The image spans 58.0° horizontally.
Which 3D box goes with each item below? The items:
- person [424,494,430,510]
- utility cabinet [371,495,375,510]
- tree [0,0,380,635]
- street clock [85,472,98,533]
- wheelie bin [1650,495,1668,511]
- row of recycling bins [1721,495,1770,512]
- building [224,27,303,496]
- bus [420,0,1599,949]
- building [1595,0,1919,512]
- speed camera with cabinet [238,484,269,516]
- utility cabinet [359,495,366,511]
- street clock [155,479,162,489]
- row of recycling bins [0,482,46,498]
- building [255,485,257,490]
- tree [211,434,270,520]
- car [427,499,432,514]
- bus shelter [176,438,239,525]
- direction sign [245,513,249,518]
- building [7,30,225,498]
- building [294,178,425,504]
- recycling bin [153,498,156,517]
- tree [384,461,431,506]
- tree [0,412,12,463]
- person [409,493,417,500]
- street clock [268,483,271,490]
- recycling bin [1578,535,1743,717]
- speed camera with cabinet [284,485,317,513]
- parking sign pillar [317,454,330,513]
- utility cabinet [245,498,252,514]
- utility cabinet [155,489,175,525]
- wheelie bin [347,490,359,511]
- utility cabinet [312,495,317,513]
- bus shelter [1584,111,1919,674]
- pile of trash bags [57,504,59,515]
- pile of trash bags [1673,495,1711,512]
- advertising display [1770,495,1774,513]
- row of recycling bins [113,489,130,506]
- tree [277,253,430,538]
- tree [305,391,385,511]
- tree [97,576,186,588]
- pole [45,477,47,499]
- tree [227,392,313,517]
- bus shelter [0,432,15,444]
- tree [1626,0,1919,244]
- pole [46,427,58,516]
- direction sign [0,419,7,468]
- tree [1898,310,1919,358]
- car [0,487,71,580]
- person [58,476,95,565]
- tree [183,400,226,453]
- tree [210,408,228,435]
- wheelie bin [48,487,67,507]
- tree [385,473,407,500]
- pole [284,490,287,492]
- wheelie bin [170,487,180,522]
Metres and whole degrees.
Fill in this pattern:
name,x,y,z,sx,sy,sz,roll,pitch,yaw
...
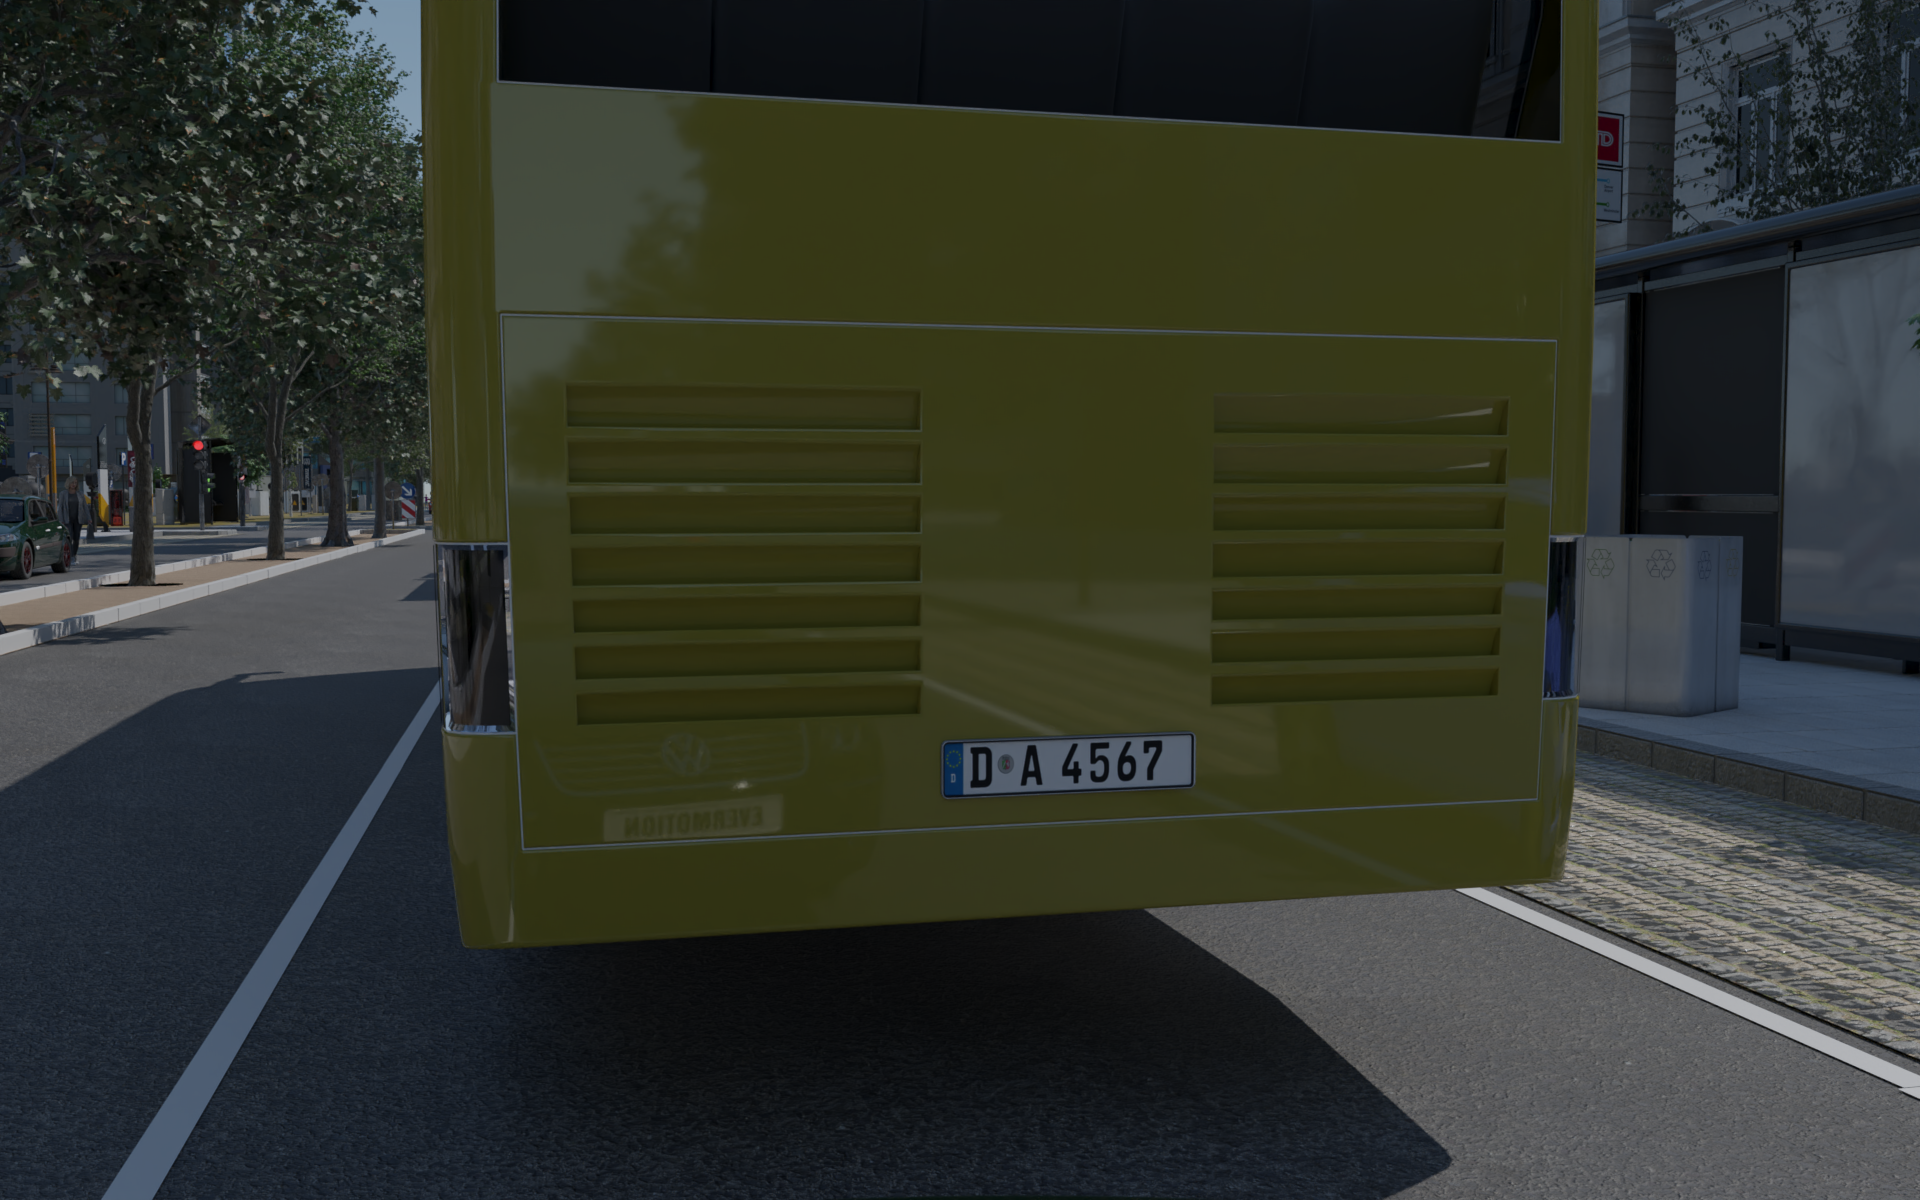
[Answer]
name,x,y,z,sx,sy,sz,roll,pitch,yaw
person,-49.038,-9.018,159.165,0.991,1.433,0.599,-1,4,-10
utility cabinet,-47.073,-7.877,139.956,1.020,1.237,0.306,2,4,26
tree,-9.926,-5.958,16.873,9.611,12.733,9.660,0,3,0
street clock,-28.834,-3.240,57.552,0.358,2.002,0.471,0,4,-5
wheelie bin,12.645,-1.473,31.989,0.693,1.594,0.980,-2,4,-24
row of recycling bins,13.900,-1.307,28.483,1.069,1.692,3.534,-1,4,-15
building,-88.097,-53.200,182.485,31.000,86.520,22.319,-1,4,-13
bus,-1.294,-1.093,9.423,2.896,3.916,12.252,-1,4,-14
building,17.530,-15.901,45.892,13.634,28.700,20.117,-1,4,-13
speed camera with cabinet,-41.073,-6.514,100.845,0.660,3.252,2.038,1,4,9
utility cabinet,-45.790,-7.388,131.963,1.020,1.237,0.306,0,4,6
street clock,-39.295,-4.918,84.987,0.358,2.002,0.471,-1,4,-15
row of recycling bins,-32.278,-3.156,58.719,1.069,1.692,3.534,0,4,7
building,-77.124,-44.092,159.159,20.563,71.187,20.611,-1,4,-13
tree,-35.783,-6.247,85.848,4.285,4.588,4.351,0,3,0
car,-37.775,-7.182,126.468,2.155,1.783,4.494,-1,4,-13
bus shelter,-32.308,-5.113,74.878,1.731,3.624,6.357,-1,4,-13
direction sign,-38.286,-6.155,92.624,0.379,3.537,0.876,1,4,20
building,-69.148,-28.114,143.262,14.154,41.232,14.086,-1,4,-13
building,-90.241,-38.122,242.902,30.456,49.044,23.786,-1,4,-13
recycling bin,-45.782,-5.281,98.904,0.722,1.027,0.722,-3,4,-38
tree,-58.303,-17.122,186.605,9.857,13.997,8.962,0,3,0
tree,-25.497,-3.617,42.849,4.285,4.588,4.351,0,3,0
person,-40.628,-7.330,128.524,0.592,1.802,0.473,3,4,36
street clock,-42.988,-6.343,108.284,0.358,2.002,0.471,3,5,42
recycling bin,4.189,0.132,10.400,0.722,1.027,0.722,-3,5,-42
speed camera with cabinet,-45.417,-7.628,119.056,0.660,3.252,2.038,3,4,36
parking sign pillar,-42.373,-7.805,116.086,1.447,3.967,1.447,2,4,30
utility cabinet,-44.987,-6.017,109.534,1.020,1.237,0.306,0,4,-7
utility cabinet,-32.766,-3.836,71.405,0.318,1.500,1.173,0,4,-4
wheelie bin,-45.385,-7.443,129.597,0.980,1.594,0.693,0,4,-3
utility cabinet,-43.986,-6.561,118.430,0.306,1.237,1.020,0,4,-2
bus shelter,6.543,-2.323,15.620,2.179,5.291,8.768,-1,4,-13
pile of trash bags,-39.454,-3.930,74.006,3.447,1.369,1.912,-2,4,-25
pile of trash bags,10.479,-0.997,26.047,1.912,1.369,3.447,0,4,3
advertising display,8.283,-0.720,16.994,0.974,1.923,0.123,-2,4,-32
row of recycling bins,-63.875,-7.612,131.569,1.069,1.692,3.534,-3,5,-40
tree,-18.939,-8.281,55.980,7.486,12.596,7.792,0,3,0
tree,-44.634,-11.794,127.248,7.601,10.594,8.767,0,4,-5
tree,-12.539,-6.006,26.414,9.928,11.665,9.643,0,3,0
pole,-60.990,-7.457,115.767,0.158,3.312,0.155,0,3,0
tree,-37.853,-8.978,97.147,4.737,8.622,4.395,0,3,0
bus shelter,-28.334,-3.334,48.427,2.014,3.302,5.546,-1,4,-13
tree,10.075,-4.238,19.649,4.360,8.622,3.978,0,3,0
pole,-27.779,-3.620,53.037,0.158,3.312,0.155,0,3,0
direction sign,-28.772,-3.652,51.712,0.876,3.537,0.379,1,4,21
tree,5.059,-0.817,7.957,1.663,3.219,1.824,0,3,0
car,-16.738,-1.235,29.979,2.009,1.686,4.222,-1,4,-14
person,-17.886,-1.614,35.077,0.709,1.800,0.728,-3,4,-37
tree,-53.658,-10.665,124.730,4.737,8.622,4.395,0,3,0
tree,-57.393,-11.403,136.795,4.360,8.622,3.978,0,3,0
wheelie bin,-42.965,-4.571,82.647,0.980,1.594,0.693,-1,4,-23
tree,-55.198,-13.590,172.558,4.737,8.622,4.395,0,3,0
pole,-53.464,-8.771,137.244,0.158,3.312,0.155,0,3,0
wheelie bin,-36.139,-4.393,79.736,0.980,1.594,0.693,2,4,33
